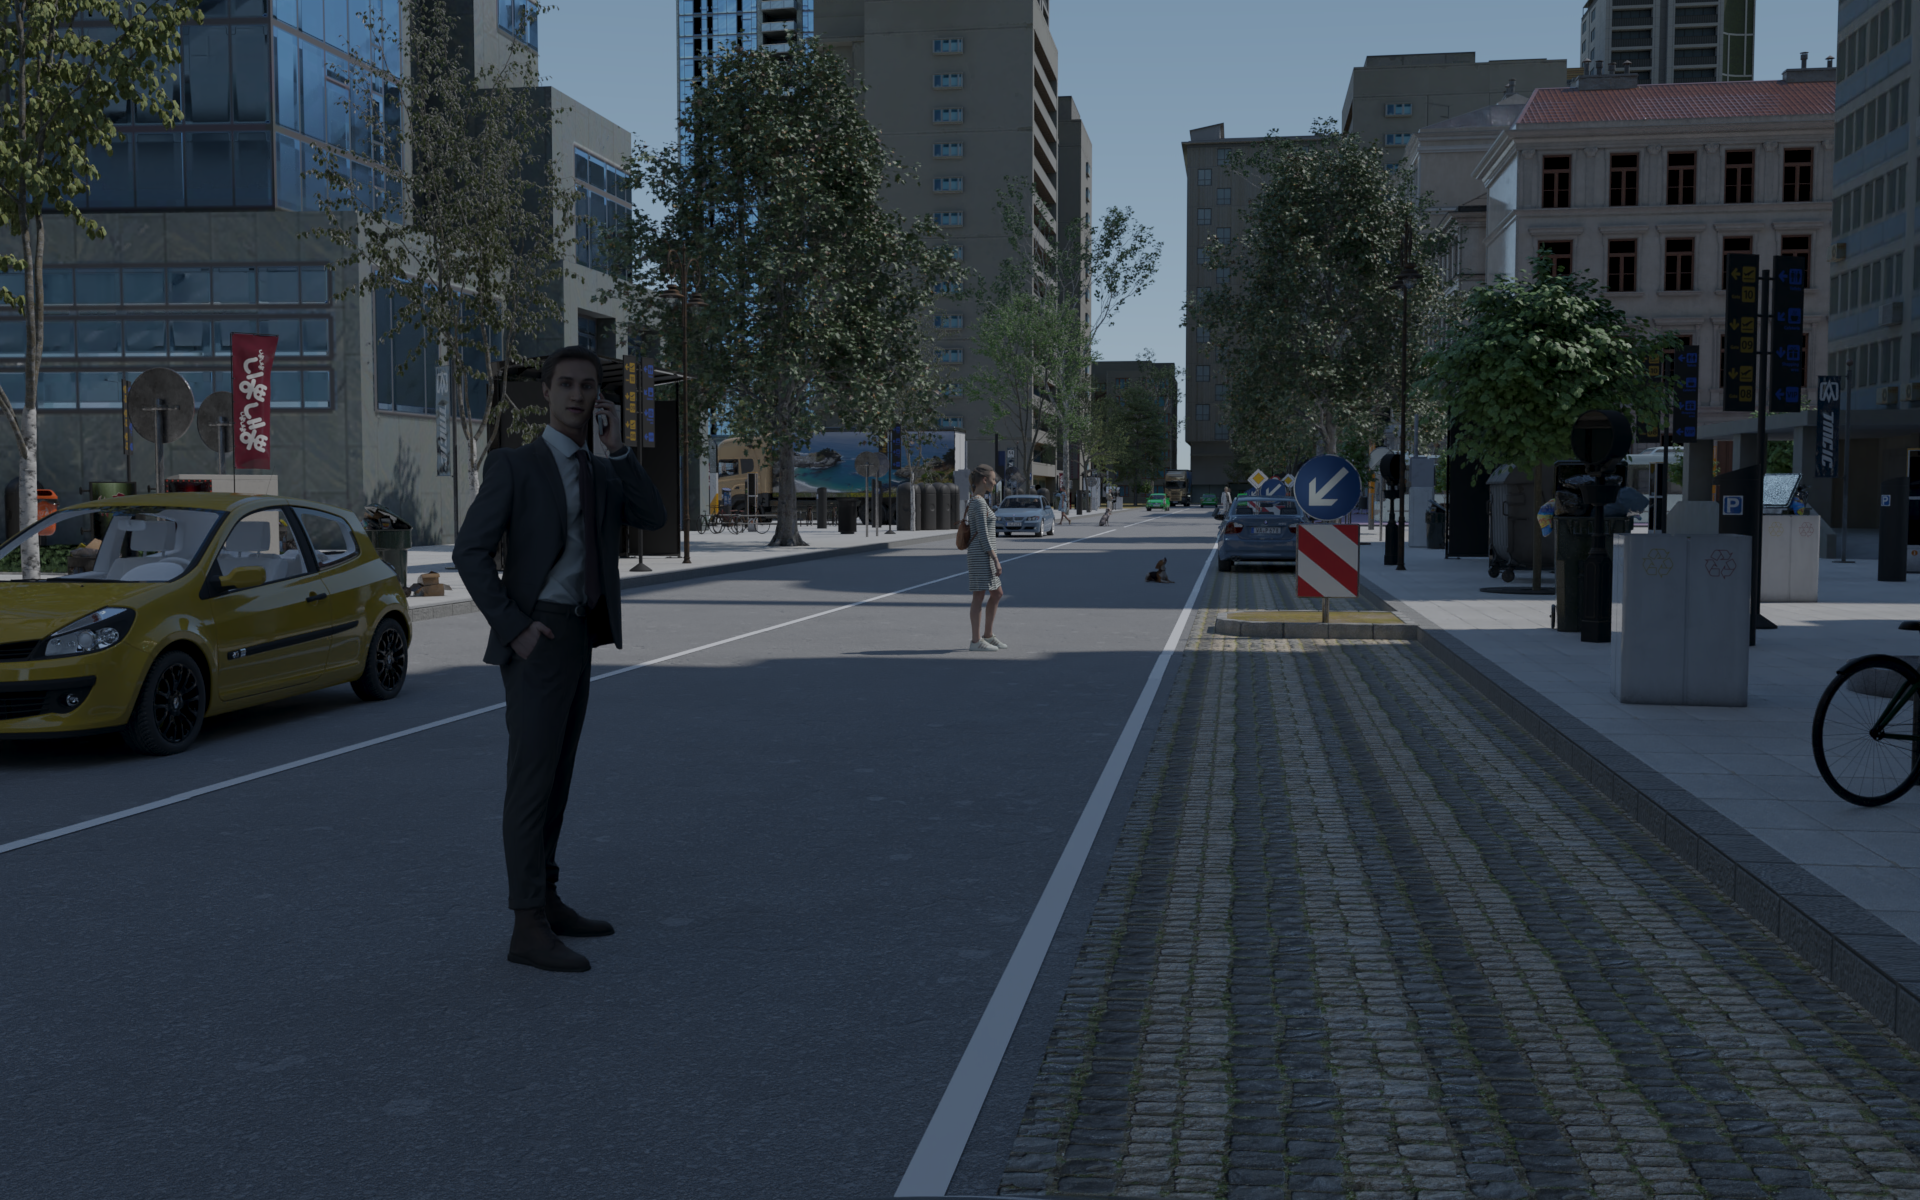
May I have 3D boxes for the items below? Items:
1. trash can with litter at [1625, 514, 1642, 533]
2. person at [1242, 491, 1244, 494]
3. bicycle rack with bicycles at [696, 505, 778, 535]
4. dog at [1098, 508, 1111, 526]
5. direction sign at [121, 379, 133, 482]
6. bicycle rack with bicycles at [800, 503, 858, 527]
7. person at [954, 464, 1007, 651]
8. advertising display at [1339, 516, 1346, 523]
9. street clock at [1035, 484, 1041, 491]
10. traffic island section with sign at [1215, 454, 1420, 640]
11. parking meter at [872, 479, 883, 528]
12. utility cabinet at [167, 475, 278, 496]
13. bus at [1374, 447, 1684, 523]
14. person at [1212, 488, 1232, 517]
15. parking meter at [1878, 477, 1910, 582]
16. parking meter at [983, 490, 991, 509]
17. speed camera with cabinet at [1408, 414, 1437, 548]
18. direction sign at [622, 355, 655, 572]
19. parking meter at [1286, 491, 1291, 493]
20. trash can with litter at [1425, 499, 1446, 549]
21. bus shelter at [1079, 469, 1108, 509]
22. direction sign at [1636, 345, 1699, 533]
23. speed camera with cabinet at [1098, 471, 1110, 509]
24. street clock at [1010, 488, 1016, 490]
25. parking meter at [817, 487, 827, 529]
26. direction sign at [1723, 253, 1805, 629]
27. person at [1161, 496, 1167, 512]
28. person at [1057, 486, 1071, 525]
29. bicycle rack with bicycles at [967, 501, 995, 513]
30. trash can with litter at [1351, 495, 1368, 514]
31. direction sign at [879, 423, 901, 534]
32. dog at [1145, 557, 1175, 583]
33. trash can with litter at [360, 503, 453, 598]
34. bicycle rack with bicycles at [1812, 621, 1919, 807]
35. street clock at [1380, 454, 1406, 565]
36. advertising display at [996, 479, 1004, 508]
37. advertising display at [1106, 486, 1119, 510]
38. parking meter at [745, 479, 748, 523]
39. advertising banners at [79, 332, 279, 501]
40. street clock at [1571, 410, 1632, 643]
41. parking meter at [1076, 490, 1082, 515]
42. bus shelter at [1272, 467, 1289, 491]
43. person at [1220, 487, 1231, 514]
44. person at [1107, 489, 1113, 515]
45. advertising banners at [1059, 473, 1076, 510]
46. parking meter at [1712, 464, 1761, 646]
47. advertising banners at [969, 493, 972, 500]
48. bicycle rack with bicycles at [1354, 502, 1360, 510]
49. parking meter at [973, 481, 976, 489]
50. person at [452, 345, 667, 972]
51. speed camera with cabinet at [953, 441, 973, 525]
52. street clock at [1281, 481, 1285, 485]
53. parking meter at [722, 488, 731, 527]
[{"bbox_3d":[12.169,-1.284,32.374,1.055,1.170,0.624,-2,4,-32],"label":"trash can with litter"},{"bbox_3d":[31.296,-11.131,191.206,0.721,1.735,1.217,2,4,25],"label":"person"},{"bbox_3d":[-7.292,-2.590,55.736,2.852,0.926,2.925,3,5,43],"label":"bicycle rack with bicycles"},{"bbox_3d":[6.317,-3.684,77.068,0.800,0.831,0.513,0,4,8],"label":"dog"},{"bbox_3d":[-16.571,-2.601,34.528,0.379,3.537,0.876,-1,4,-16],"label":"direction sign"},{"bbox_3d":[-5.332,-3.403,69.015,2.852,0.926,2.925,0,4,-4],"label":"bicycle rack with bicycles"},{"bbox_3d":[0.204,-0.386,15.807,0.522,1.701,0.512,0,4,-7],"label":"person"},{"bbox_3d":[14.235,-3.680,65.374,0.123,1.923,0.974,-3,4,-36],"label":"advertising display"},{"bbox_3d":[5.709,-7.488,127.002,0.471,2.002,0.358,0,4,-5],"label":"street clock"},{"bbox_3d":[3.662,-0.571,17.967,1.989,1.847,2.006,1,4,9],"label":"traffic island section with sign"},{"bbox_3d":[-3.153,-3.683,65.935,0.399,1.863,0.255,-1,4,-13],"label":"parking meter"},{"bbox_3d":[-8.557,-0.701,20.145,0.318,1.500,1.173,3,5,41],"label":"utility cabinet"},{"bbox_3d":[22.339,-4.548,69.220,13.247,3.499,2.948,1,4,10],"label":"bus"},{"bbox_3d":[16.634,-6.163,109.474,1.509,1.804,0.699,-1,4,-15],"label":"person"},{"bbox_3d":[13.715,-1.042,25.443,0.372,1.533,0.369,0,3,0],"label":"parking meter"},{"bbox_3d":[1.111,-3.749,69.703,0.372,1.533,0.369,0,3,0],"label":"parking meter"},{"bbox_3d":[11.282,-2.930,42.234,0.660,3.252,2.038,1,4,16],"label":"speed camera with cabinet"},{"bbox_3d":[-5.293,-2.239,28.612,0.379,3.537,0.876,1,4,23],"label":"direction sign"},{"bbox_3d":[23.776,-7.162,125.510,0.372,1.533,0.369,0,3,0],"label":"parking meter"},{"bbox_3d":[11.371,-1.773,40.373,1.055,1.170,0.624,1,4,18],"label":"trash can with litter"},{"bbox_3d":[11.118,-9.183,144.069,2.014,3.302,5.546,1,4,9],"label":"bus shelter"},{"bbox_3d":[10.801,-2.111,26.510,0.876,3.537,0.379,1,4,12],"label":"direction sign"},{"bbox_3d":[11.821,-9.351,147.217,2.038,3.252,0.660,1,4,13],"label":"speed camera with cabinet"},{"bbox_3d":[3.811,-7.341,124.602,0.358,2.002,0.471,3,4,36],"label":"street clock"},{"bbox_3d":[-5.116,-3.409,64.141,0.372,1.533,0.369,0,3,0],"label":"parking meter"},{"bbox_3d":[7.628,-1.498,16.493,0.876,3.537,0.379,-1,4,-17],"label":"direction sign"},{"bbox_3d":[16.490,-7.780,139.950,0.590,1.304,0.306,-3,4,-36],"label":"person"},{"bbox_3d":[4.850,-4.388,80.344,0.778,1.811,0.616,2,4,35],"label":"person"},{"bbox_3d":[1.413,-4.738,90.847,2.925,0.926,2.852,1,4,23],"label":"bicycle rack with bicycles"},{"bbox_3d":[25.213,-6.050,109.974,2.233,1.210,1.678,1,4,23],"label":"trash can with litter"},{"bbox_3d":[-2.245,-3.882,55.465,0.876,3.537,0.379,2,4,34],"label":"direction sign"},{"bbox_3d":[3.268,-0.487,28.160,0.550,0.427,0.748,1,4,15],"label":"dog"},{"bbox_3d":[-6.946,-0.626,21.625,1.055,1.170,0.624,-3,5,-43],"label":"trash can with litter"},{"bbox_3d":[4.896,0.401,6.829,2.925,0.926,2.852,0,4,4],"label":"bicycle rack with bicycles"},{"bbox_3d":[7.781,-1.628,31.184,0.471,2.002,0.358,-3,4,-38],"label":"street clock"},{"bbox_3d":[1.760,-4.350,76.341,0.123,1.923,0.974,-1,4,-13],"label":"advertising display"},{"bbox_3d":[12.052,-8.124,138.038,0.974,1.923,0.123,3,5,41],"label":"advertising display"},{"bbox_3d":[-8.206,-3.765,67.268,0.255,1.863,0.399,0,3,0],"label":"parking meter"},{"bbox_3d":[-8.228,-1.358,18.387,2.074,3.025,0.090,-3,5,-43],"label":"advertising banners"},{"bbox_3d":[5.524,-0.636,14.967,0.358,2.002,0.471,-2,4,-28],"label":"street clock"},{"bbox_3d":[7.306,-5.968,105.989,0.372,1.533,0.369,0,3,0],"label":"parking meter"},{"bbox_3d":[25.310,-8.946,137.556,1.731,3.624,6.357,1,4,9],"label":"bus shelter"},{"bbox_3d":[15.317,-5.604,100.004,0.514,1.842,0.818,-3,5,-43],"label":"person"},{"bbox_3d":[10.346,-6.747,119.366,0.362,1.759,0.519,2,4,26],"label":"person"},{"bbox_3d":[9.059,-9.005,143.412,2.074,3.025,0.090,-2,4,-28],"label":"advertising banners"},{"bbox_3d":[6.575,-0.385,14.713,0.372,1.533,0.369,0,3,0],"label":"parking meter"},{"bbox_3d":[0.136,-9.326,148.675,2.074,3.025,0.090,0,4,-2],"label":"advertising banners"},{"bbox_3d":[31.514,-7.739,139.910,2.852,0.926,2.925,-3,5,-41],"label":"bicycle rack with bicycles"},{"bbox_3d":[0.793,-4.326,76.438,0.399,1.863,0.255,-3,5,-42],"label":"parking meter"},{"bbox_3d":[-1.238,0.145,5.490,0.474,1.900,0.648,1,4,21],"label":"person"},{"bbox_3d":[-0.028,-4.341,65.307,0.660,3.252,2.038,0,4,-5],"label":"speed camera with cabinet"},{"bbox_3d":[17.599,-5.510,94.660,0.358,2.002,0.471,1,4,21],"label":"street clock"},{"bbox_3d":[-9.158,-3.643,67.974,0.372,1.533,0.369,0,3,0],"label":"parking meter"}]
